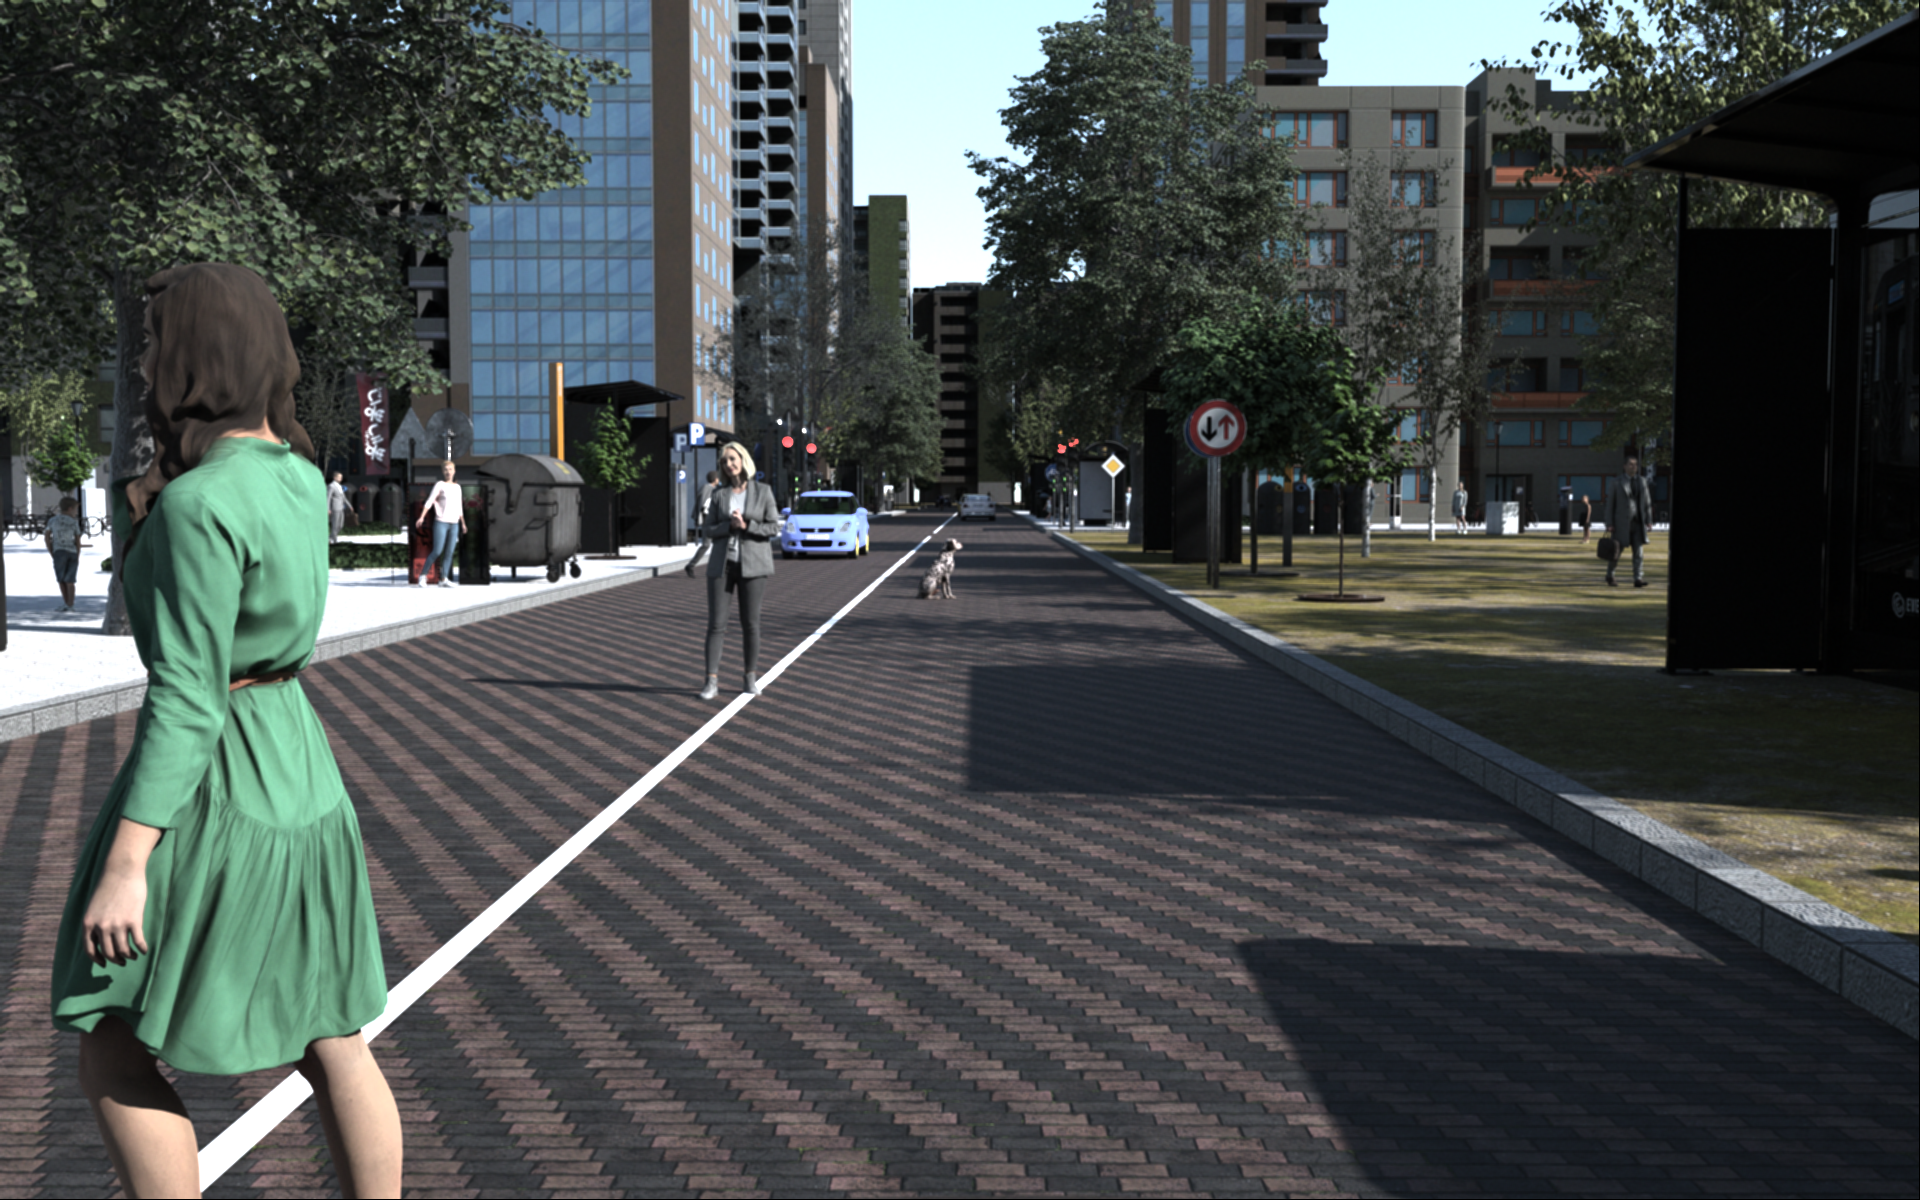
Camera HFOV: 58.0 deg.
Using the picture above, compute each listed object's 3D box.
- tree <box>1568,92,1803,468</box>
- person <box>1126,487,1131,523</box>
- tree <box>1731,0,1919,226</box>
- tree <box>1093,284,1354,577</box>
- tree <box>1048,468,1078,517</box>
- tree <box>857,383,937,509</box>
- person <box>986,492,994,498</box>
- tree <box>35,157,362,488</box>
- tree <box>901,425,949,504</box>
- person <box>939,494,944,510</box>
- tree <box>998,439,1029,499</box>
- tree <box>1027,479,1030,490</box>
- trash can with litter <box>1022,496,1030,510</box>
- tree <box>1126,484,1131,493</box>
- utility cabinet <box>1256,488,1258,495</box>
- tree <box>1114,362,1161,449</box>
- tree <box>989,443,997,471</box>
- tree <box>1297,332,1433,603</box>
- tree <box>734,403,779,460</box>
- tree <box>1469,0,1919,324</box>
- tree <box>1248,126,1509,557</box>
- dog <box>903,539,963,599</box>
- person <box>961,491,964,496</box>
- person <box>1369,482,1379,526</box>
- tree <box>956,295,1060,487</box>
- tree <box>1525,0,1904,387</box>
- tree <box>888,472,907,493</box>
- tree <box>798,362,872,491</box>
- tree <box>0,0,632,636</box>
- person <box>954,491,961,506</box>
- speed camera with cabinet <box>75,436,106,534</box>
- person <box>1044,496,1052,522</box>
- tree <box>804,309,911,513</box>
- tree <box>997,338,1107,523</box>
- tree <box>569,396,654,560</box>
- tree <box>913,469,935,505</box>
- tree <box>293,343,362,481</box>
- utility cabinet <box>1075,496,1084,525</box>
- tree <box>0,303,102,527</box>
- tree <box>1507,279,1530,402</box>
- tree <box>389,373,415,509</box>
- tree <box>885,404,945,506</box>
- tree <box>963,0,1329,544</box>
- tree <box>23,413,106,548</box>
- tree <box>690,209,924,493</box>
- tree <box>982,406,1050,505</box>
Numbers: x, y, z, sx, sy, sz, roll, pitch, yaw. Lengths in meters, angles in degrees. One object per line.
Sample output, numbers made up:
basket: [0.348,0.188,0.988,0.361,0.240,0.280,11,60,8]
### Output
tree: [20.906,-8.014,49.156,7.486,12.596,7.792,0,3,0]
person: [7.429,-4.180,76.197,0.589,1.601,0.330,0,4,-5]
tree: [13.654,-5.830,21.078,9.928,11.665,9.643,0,3,0]
tree: [4.688,-2.672,27.397,4.285,4.588,4.351,0,3,0]
tree: [5.591,-6.255,96.868,1.663,3.219,1.824,0,3,0]
tree: [-5.867,-13.739,150.388,9.928,11.665,9.643,0,3,0]
person: [3.590,-12.578,214.870,1.217,1.735,0.721,0,4,0]
tree: [-15.660,-5.252,36.237,4.737,8.622,4.395,0,3,0]
tree: [-4.743,-17.233,216.175,7.601,10.594,8.767,-2,4,-30]
person: [-1.610,-8.551,151.539,0.421,1.427,0.697,0,4,-6]
tree: [6.722,-16.179,214.895,4.360,8.622,3.978,0,3,0]
tree: [5.728,-7.876,123.381,1.663,3.219,1.824,0,3,0]
trash can with litter: [5.401,-7.735,137.860,0.624,1.170,1.055,1,4,21]
tree: [11.151,-7.551,118.057,1.663,3.219,1.824,0,3,0]
utility cabinet: [11.462,-3.411,64.455,1.173,1.500,0.318,1,4,15]
tree: [10.328,-8.680,92.273,4.360,8.622,3.978,0,3,0]
tree: [5.445,-14.586,188.842,4.737,8.622,4.395,0,3,0]
tree: [4.538,-1.597,20.707,1.663,3.219,1.824,0,3,0]
tree: [-16.584,-11.426,137.172,4.360,8.622,3.978,0,3,0]
tree: [6.785,-3.961,15.122,4.737,8.622,4.395,0,3,0]
tree: [8.219,-5.196,35.311,4.360,8.622,3.978,0,3,0]
dog: [-0.415,-0.429,23.845,0.800,0.831,0.513,1,4,20]
person: [0.323,-9.995,172.845,0.541,1.710,0.530,-1,4,-16]
person: [16.523,-3.877,69.602,0.590,1.801,0.661,-2,4,-31]
tree: [5.395,-19.063,167.562,12.611,20.169,13.585,0,3,0]
tree: [17.934,-7.733,36.811,12.009,13.543,11.850,0,3,0]
tree: [-5.244,-8.618,135.509,1.663,3.219,1.824,0,3,0]
tree: [-6.919,-8.909,96.018,4.737,8.622,4.395,0,3,0]
tree: [-7.545,-6.667,15.654,9.857,13.997,8.962,0,3,0]
person: [-0.162,-12.386,211.040,1.348,1.821,0.705,1,4,21]
speed camera with cabinet: [-28.316,-3.791,56.318,0.660,3.252,2.038,-3,4,-36]
person: [4.021,-4.132,78.615,0.382,1.210,0.505,2,4,24]
tree: [-5.606,-12.979,118.857,9.857,13.997,8.962,0,3,0]
tree: [4.803,-7.691,76.105,4.737,8.622,4.395,0,3,0]
tree: [-6.795,-2.420,34.172,1.663,3.219,1.824,0,3,0]
tree: [-4.325,-13.719,208.019,4.285,4.588,4.351,0,3,0]
tree: [-30.560,-8.132,83.316,4.360,8.622,3.978,0,3,0]
utility cabinet: [4.965,-3.784,73.031,0.306,1.237,1.020,-1,4,-20]
tree: [-36.548,-7.212,68.280,4.737,8.622,4.395,0,3,0]
tree: [13.196,-5.934,47.391,4.360,8.622,3.978,0,3,0]
tree: [-32.813,-9.241,101.449,4.737,8.622,4.395,0,3,0]
tree: [-5.383,-16.111,181.535,7.486,12.596,7.792,0,3,0]
tree: [4.626,-8.398,43.959,9.857,13.997,8.962,0,3,0]
tree: [-21.648,-2.882,41.721,1.663,3.219,1.824,0,3,0]
tree: [-6.596,-10.021,74.216,12.009,13.543,11.850,0,3,0]
tree: [6.296,-16.815,200.677,9.928,11.665,9.643,0,3,0]
